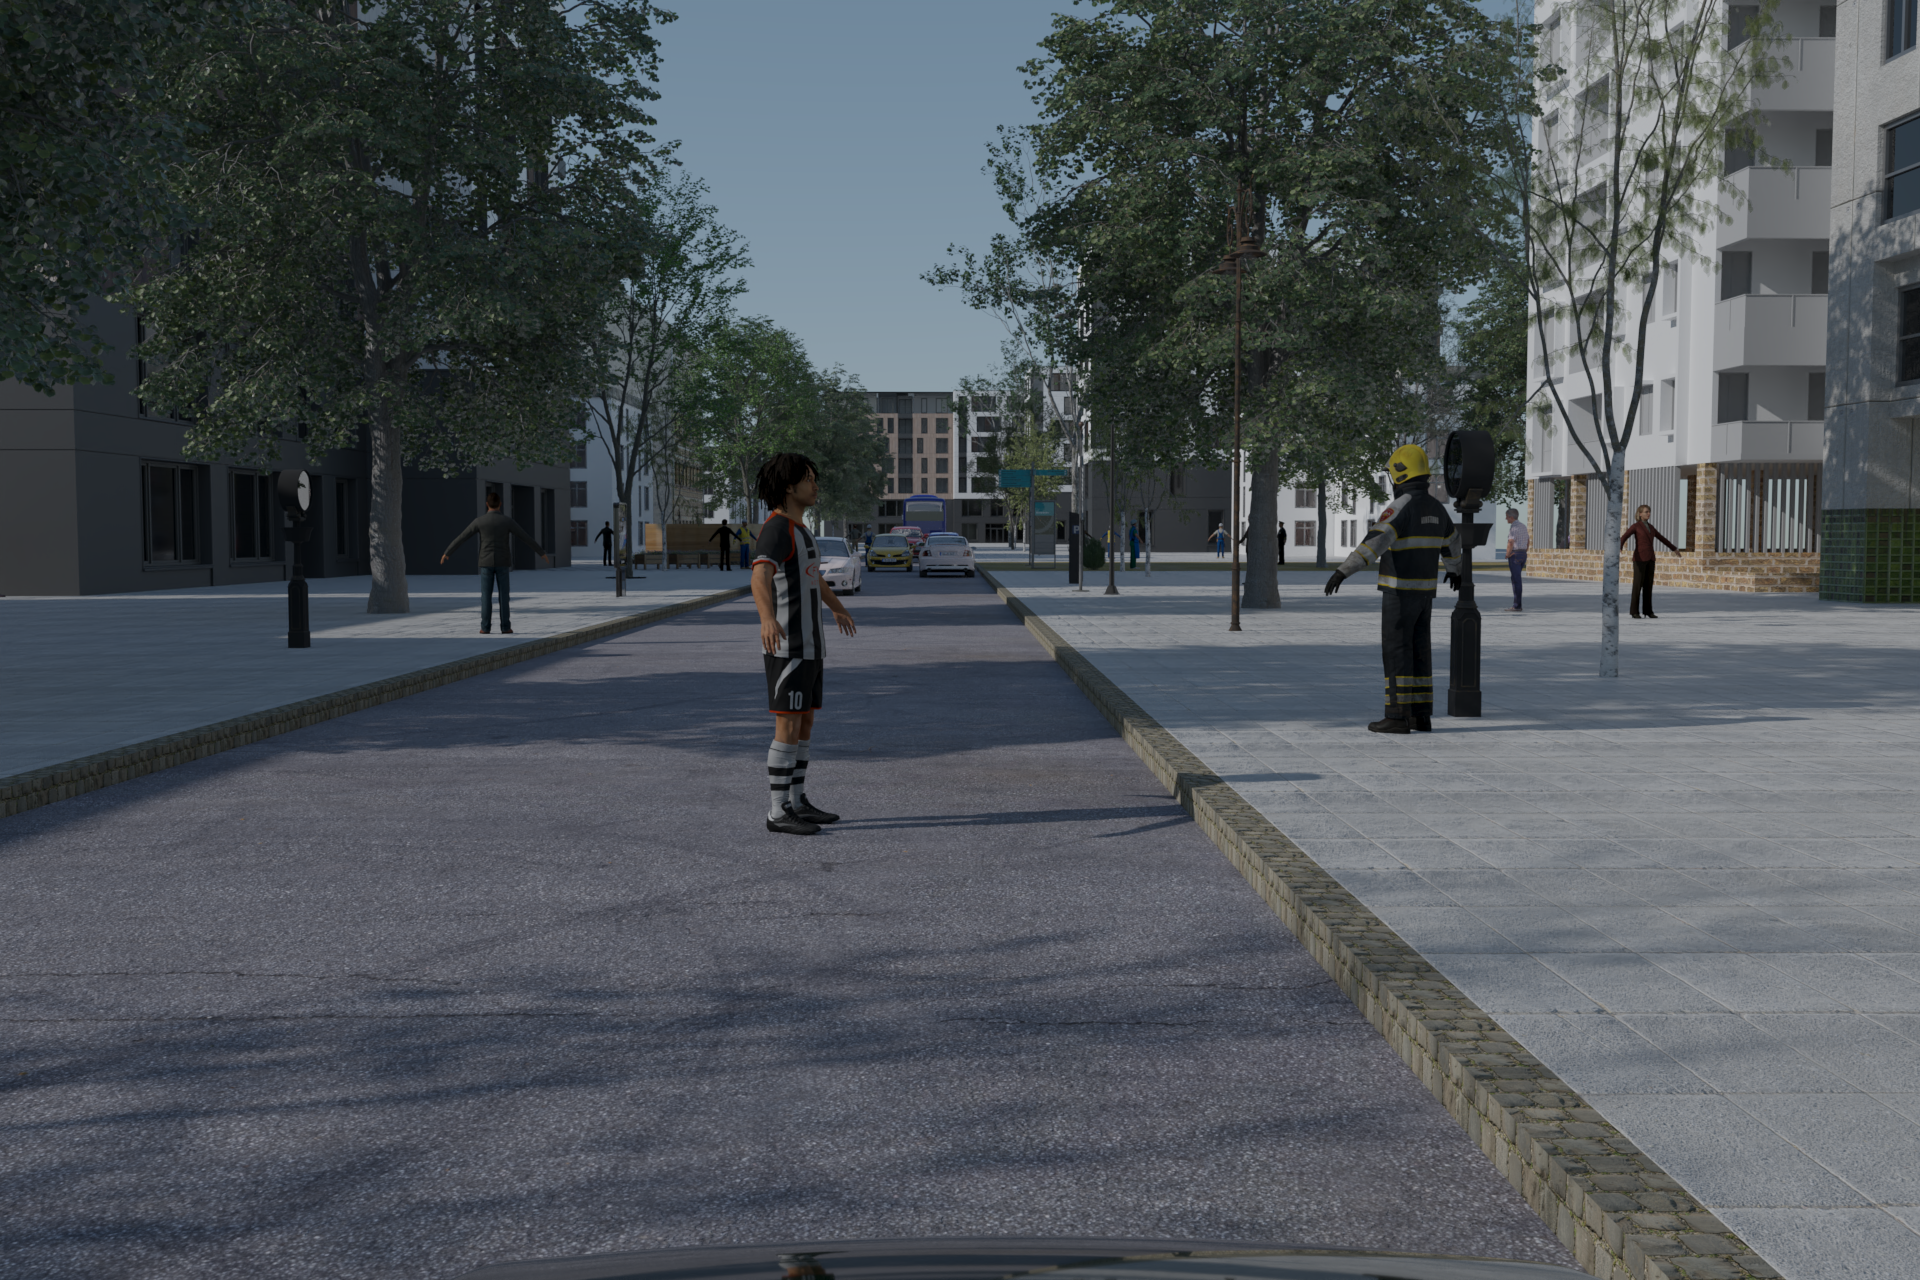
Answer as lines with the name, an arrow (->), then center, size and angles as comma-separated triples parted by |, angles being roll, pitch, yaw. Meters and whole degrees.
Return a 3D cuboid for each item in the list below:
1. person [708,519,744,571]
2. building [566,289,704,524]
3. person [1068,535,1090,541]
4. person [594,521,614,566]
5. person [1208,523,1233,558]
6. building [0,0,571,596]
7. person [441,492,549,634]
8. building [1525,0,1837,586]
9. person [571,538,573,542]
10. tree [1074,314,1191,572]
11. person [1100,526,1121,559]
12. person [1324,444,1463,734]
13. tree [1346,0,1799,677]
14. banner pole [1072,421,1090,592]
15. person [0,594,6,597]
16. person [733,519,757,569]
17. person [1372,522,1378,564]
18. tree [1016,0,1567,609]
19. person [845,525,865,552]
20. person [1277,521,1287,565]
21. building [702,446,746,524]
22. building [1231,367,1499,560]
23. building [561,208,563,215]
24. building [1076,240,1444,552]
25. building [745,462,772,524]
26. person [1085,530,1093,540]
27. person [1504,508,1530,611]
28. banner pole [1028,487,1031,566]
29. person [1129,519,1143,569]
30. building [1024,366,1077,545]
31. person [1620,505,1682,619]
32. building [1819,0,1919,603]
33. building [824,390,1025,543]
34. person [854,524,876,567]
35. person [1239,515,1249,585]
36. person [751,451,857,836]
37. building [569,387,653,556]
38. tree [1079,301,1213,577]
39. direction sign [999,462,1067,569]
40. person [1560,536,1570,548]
person -> -8.164, -3.307, 60.250 | 1.347, 1.806, 0.705 | 1, 4, 13
building -> -30.805, -18.737, 137.274 | 19.493, 23.208, 18.063 | 0, 4, -1
person -> 6.540, -5.493, 95.596 | 1.354, 1.856, 0.705 | 2, 4, 30
person -> -14.125, -3.869, 69.482 | 1.346, 1.802, 0.704 | 1, 4, 21
person -> 13.748, -5.226, 91.300 | 1.347, 1.847, 0.705 | 1, 4, 10
building -> -28.964, -12.673, 51.177 | 27.936, 21.610, 32.646 | 0, 4, -1
person -> -5.979, -0.991, 22.270 | 1.348, 1.821, 0.705 | -1, 4, -12
building -> 22.194, -11.861, 50.341 | 16.016, 20.090, 11.380 | 0, 4, -1
person -> -19.419, -4.804, 84.681 | 0.705, 1.813, 1.348 | 2, 4, 26
tree -> 5.740, -6.626, 58.692 | 4.737, 8.622, 4.395 | 0, 3, 0
person -> 7.854, -5.094, 89.755 | 1.216, 1.772, 0.721 | 1, 4, 15
person -> 2.880, -0.334, 11.223 | 1.351, 1.858, 0.704 | -3, 4, -39
tree -> 5.864, -3.960, 15.108 | 4.360, 8.622, 3.978 | 0, 3, 0
banner pole -> 2.696, -2.955, 38.330 | 0.401, 3.779, 0.863 | 0, 4, 0
person -> -19.624, -1.736, 34.879 | 0.568, 1.767, 0.683 | 2, 4, 28
person -> -7.855, -3.509, 63.334 | 0.705, 1.833, 1.349 | 3, 4, 38
person -> 17.811, -4.169, 74.348 | 0.705, 1.806, 1.347 | 1, 4, 16
tree -> 5.197, -7.532, 29.799 | 9.857, 13.997, 8.962 | 0, 3, 0
person -> -5.920, -5.582, 97.529 | 1.348, 1.796, 0.705 | -2, 4, -25
person -> 13.369, -4.054, 72.214 | 0.705, 1.837, 1.347 | -1, 4, -12
building -> -26.621, -14.511, 179.406 | 9.099, 9.664, 28.070 | 0, 4, -1
building -> 22.440, -9.687, 100.536 | 9.099, 9.664, 28.070 | 0, 4, 0
building -> -27.024, -13.944, 84.399 | 16.016, 20.090, 11.380 | 0, 4, 0
building -> 22.935, -17.906, 136.739 | 27.936, 21.610, 32.646 | 0, 4, -1
building -> -26.713, -16.321, 208.987 | 9.099, 9.664, 28.070 | 0, 3, 0
person -> 6.584, -5.334, 93.353 | 1.346, 1.812, 0.704 | -1, 4, -14
person -> 9.180, -1.331, 28.742 | 0.756, 1.711, 0.436 | -3, 5, -41
banner pole -> 2.868, -4.922, 70.499 | 0.401, 3.779, 0.863 | 0, 4, -2
person -> 6.401, -3.506, 63.454 | 0.704, 1.817, 1.347 | -1, 4, -13
building -> 22.222, -23.405, 226.646 | 27.936, 21.610, 32.646 | 0, 4, -1
person -> 10.407, -1.188, 26.234 | 1.215, 1.729, 0.721 | -1, 4, -20
building -> 25.101, -9.231, 17.377 | 16.747, 18.905, 31.486 | 0, 4, 0
building -> -3.395, -25.117, 257.098 | 32.646, 21.610, 27.936 | 0, 4, -1
person -> -3.932, -4.088, 75.154 | 1.347, 1.847, 0.705 | 0, 4, 5
person -> 7.345, -2.297, 43.732 | 0.705, 1.807, 1.348 | -1, 4, -18
person -> -0.781, 0.013, 8.388 | 0.704, 1.843, 1.345 | 1, 4, 11
building -> -24.385, -10.428, 112.639 | 9.099, 9.664, 28.070 | 0, 4, -1
tree -> 5.695, -6.216, 51.996 | 4.360, 8.622, 3.978 | 0, 3, 0
direction sign -> 2.710, -4.563, 63.371 | 2.525, 3.948, 1.411 | 0, 4, -2
person -> 20.968, -3.072, 59.503 | 0.697, 1.427, 0.421 | 1, 4, 11
